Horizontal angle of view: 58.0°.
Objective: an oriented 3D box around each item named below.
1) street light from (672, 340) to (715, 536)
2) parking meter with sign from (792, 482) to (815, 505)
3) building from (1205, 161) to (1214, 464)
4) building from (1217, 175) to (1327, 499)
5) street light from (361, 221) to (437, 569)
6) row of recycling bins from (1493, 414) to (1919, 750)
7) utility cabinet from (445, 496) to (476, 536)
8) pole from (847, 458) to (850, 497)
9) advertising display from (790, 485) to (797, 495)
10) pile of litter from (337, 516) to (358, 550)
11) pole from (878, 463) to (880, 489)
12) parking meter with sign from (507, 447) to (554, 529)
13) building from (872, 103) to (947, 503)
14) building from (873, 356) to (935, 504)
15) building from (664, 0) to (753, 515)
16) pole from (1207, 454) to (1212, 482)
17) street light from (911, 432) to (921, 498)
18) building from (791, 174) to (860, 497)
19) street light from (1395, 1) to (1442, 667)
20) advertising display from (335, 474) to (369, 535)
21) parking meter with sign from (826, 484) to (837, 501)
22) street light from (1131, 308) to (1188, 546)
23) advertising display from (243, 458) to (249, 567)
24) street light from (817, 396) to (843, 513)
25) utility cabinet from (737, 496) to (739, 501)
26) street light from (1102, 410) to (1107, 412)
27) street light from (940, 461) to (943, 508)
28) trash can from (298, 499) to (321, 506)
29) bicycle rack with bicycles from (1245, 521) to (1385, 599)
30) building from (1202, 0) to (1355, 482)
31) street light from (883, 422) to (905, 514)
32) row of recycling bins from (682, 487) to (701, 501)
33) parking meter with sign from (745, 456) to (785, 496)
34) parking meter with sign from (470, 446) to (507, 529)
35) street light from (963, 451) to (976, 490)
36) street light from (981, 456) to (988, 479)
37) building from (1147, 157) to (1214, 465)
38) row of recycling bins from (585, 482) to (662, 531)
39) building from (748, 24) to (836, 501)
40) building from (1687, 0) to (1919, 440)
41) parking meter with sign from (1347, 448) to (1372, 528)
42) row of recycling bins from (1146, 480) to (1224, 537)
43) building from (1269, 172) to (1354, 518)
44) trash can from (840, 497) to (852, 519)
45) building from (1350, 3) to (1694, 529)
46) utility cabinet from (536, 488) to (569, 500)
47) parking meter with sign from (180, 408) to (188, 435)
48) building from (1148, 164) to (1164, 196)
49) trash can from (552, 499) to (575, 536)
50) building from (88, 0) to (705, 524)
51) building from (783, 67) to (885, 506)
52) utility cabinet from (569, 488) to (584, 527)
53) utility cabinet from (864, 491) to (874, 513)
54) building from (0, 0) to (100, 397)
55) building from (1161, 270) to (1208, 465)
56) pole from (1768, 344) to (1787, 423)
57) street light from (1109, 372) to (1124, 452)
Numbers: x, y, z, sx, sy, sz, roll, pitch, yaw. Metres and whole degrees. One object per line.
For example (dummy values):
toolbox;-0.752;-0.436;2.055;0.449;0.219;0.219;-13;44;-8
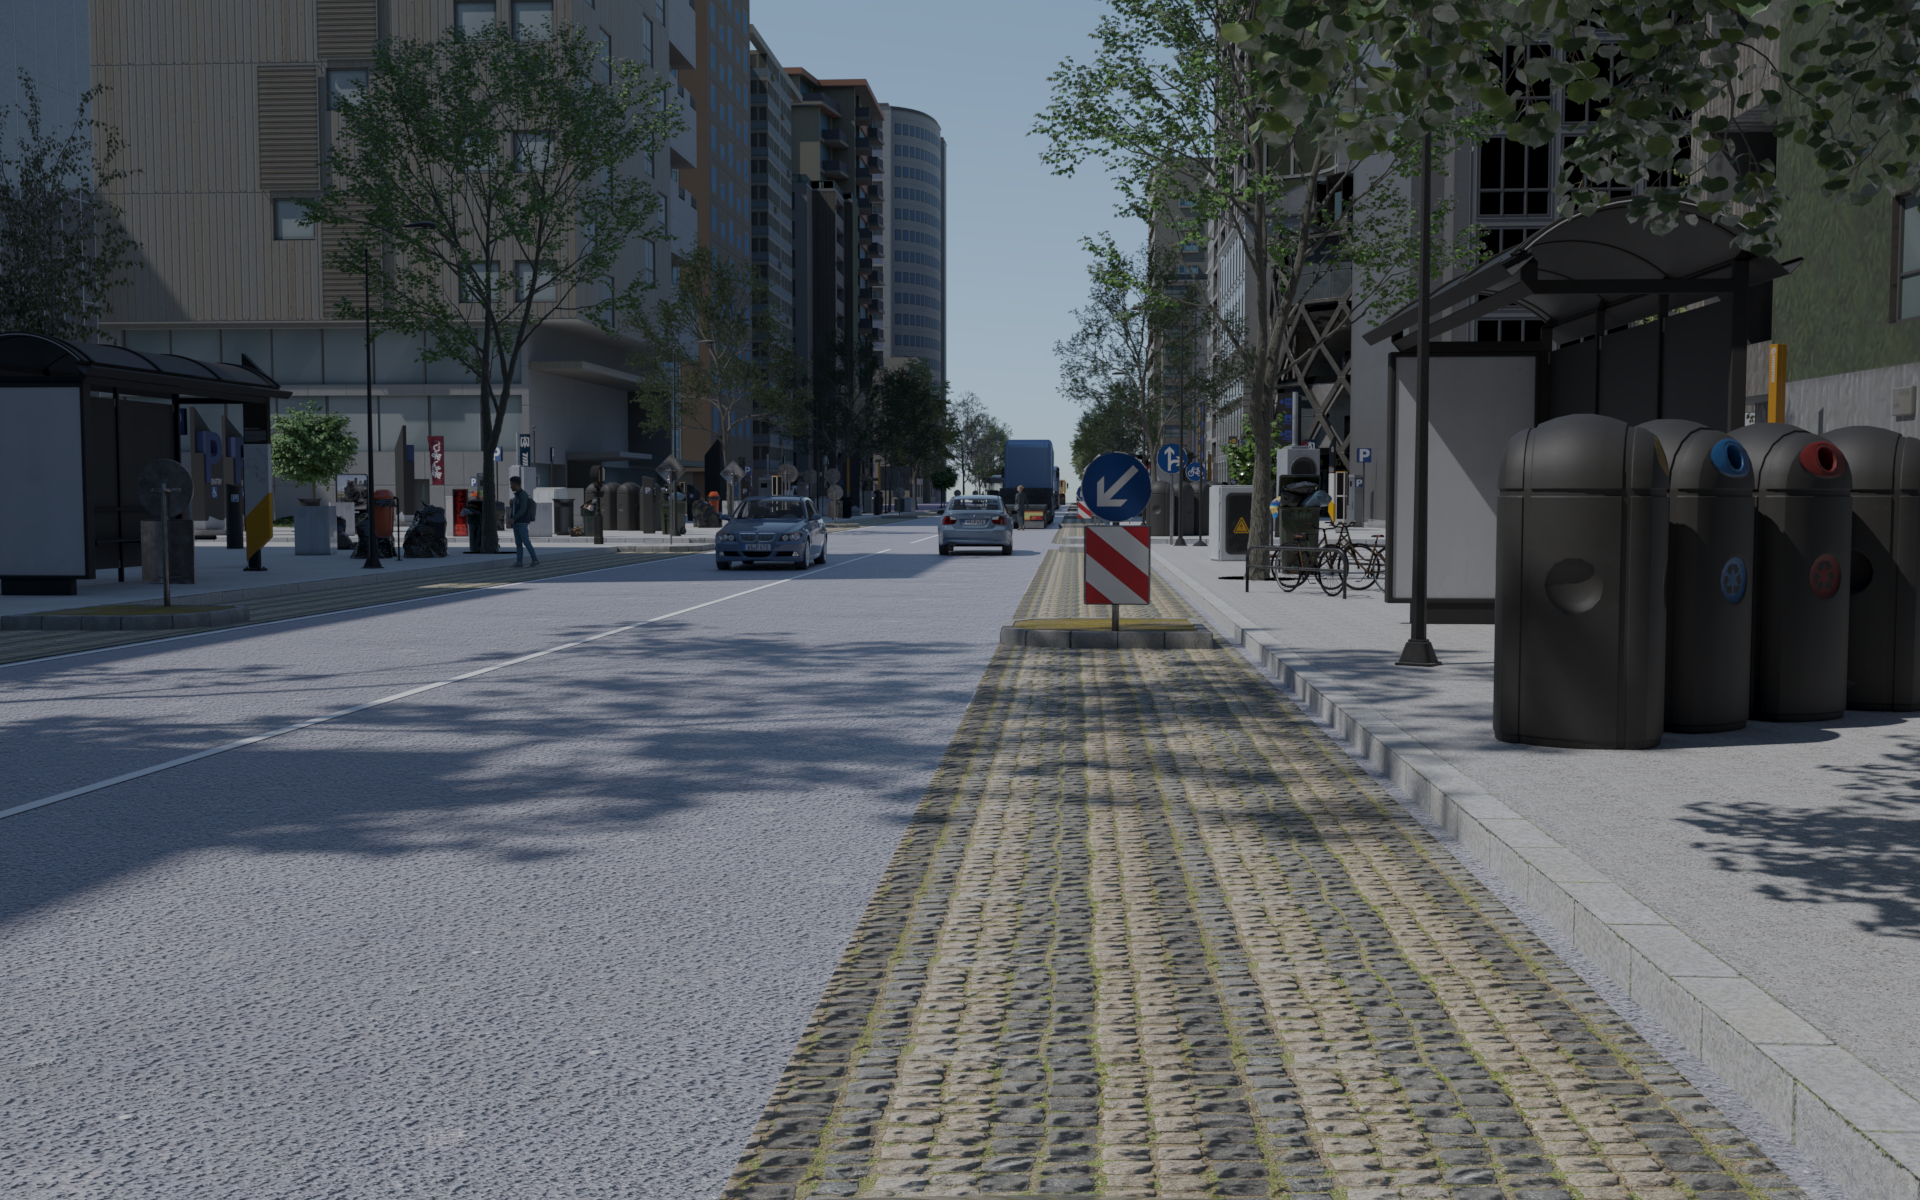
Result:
street light;-8.092;-4.883;52.376;1.470;5.913;1.316;0;4;4
parking meter with sign;-10.115;-7.055;111.603;1.738;3.016;0.543;2;4;26
building;38.544;-29.851;179.943;32.217;40.220;23.993;0;4;4
building;22.803;-16.328;116.117;9.793;20.994;18.267;0;4;4
street light;-9.603;-3.496;29.693;1.470;5.913;1.316;0;4;4
row of recycling bins;4.306;-0.165;9.805;3.534;1.692;1.069;-2;4;-34
utility cabinet;-15.138;-2.532;52.566;1.020;1.237;0.306;2;4;32
pole;-6.353;-6.401;98.503;0.158;3.312;0.155;0;3;0
advertising display;-11.992;-7.375;125.796;0.123;1.923;0.974;3;4;36
pile of litter;-14.319;-1.617;40.399;1.176;0.858;1.719;-2;4;-29
pole;-5.215;-7.222;111.917;0.158;3.312;0.155;0;3;0
parking meter with sign;-15.939;-4.151;64.135;1.738;3.016;0.543;0;4;-7
building;-13.531;-44.000;261.400;21.231;58.520;28.212;0;4;4
building;-18.285;-23.807;234.280;27.650;21.520;28.899;0;4;4
building;-21.947;-28.391;114.308;14.600;45.320;14.200;0;4;4
pole;12.759;-5.797;88.619;0.158;3.312;0.155;0;3;0
street light;-3.082;-9.533;128.412;1.470;5.913;1.316;0;4;4
building;-17.064;-23.698;159.164;14.160;30.474;14.107;0;4;4
street light;2.903;-2.467;12.876;1.470;5.913;1.316;0;4;4
advertising display;-19.186;-3.025;54.673;0.974;1.923;0.123;-2;4;-27
parking meter with sign;-9.166;-7.972;126.603;0.543;3.016;1.738;3;4;38
street light;4.916;-4.293;42.728;1.470;5.913;1.316;0;4;4
advertising display;-12.530;-1.549;30.544;0.123;1.923;0.974;-2;4;-26
street light;-6.216;-6.698;82.055;1.470;5.913;1.316;0;4;4
utility cabinet;-12.205;-5.291;97.665;0.306;1.237;1.020;1;4;22
street light;8.472;-7.543;95.872;1.470;5.913;1.316;0;4;4
street light;-1.154;-11.348;158.087;1.470;5.913;1.316;0;4;4
trash can;-20.776;-2.673;55.364;0.748;1.137;0.748;0;3;0
bicycle rack with bicycles;4.991;-0.559;22.528;2.852;0.926;2.925;-2;4;-31
building;31.768;-43.912;156.213;20.563;71.187;20.611;0;4;4
street light;-4.259;-8.513;111.728;1.470;5.913;1.316;0;4;4
row of recycling bins;-17.273;-5.896;103.513;3.534;1.692;1.069;0;4;-5
parking meter with sign;-8.907;-5.082;79.359;1.738;3.016;0.543;0;4;-3
parking meter with sign;-17.420;-4.073;62.859;0.543;3.016;1.738;2;4;32
street light;0.863;-13.185;188.115;1.470;5.913;1.316;0;4;4
street light;2.401;-14.587;211.043;1.470;5.913;1.316;0;4;4
building;37.636;-37.976;244.611;21.300;48.544;21.600;0;4;4
row of recycling bins;-11.819;-3.282;60.774;3.534;1.692;1.069;2;4;35
building;-26.698;-27.405;139.960;32.217;40.220;23.993;0;4;4
building;19.097;-15.579;26.423;14.160;30.474;14.107;0;4;4
parking meter with sign;15.240;-4.294;66.474;0.543;3.016;1.738;0;4;-4
row of recycling bins;7.064;-2.843;53.592;1.069;1.692;3.534;3;5;44
building;25.885;-14.093;97.875;16.820;18.784;16.811;0;4;4
trash can;-5.983;-4.847;90.900;0.748;1.137;0.748;0;3;0
building;27.622;-16.524;63.674;24.014;27.812;14.314;0;4;4
utility cabinet;-13.872;-3.045;58.472;1.173;1.500;0.318;1;4;21
parking meter with sign;-16.305;-2.341;34.530;0.543;3.016;1.738;2;4;28
building;43.383;-41.555;268.656;28.713;52.752;27.495;0;4;4
trash can;-12.264;-2.566;53.608;0.748;1.137;0.748;0;3;0
building;-28.655;-30.363;85.670;28.713;52.752;27.495;0;4;4
building;-19.641;-32.178;180.741;22.147;44.769;28.867;0;4;4
utility cabinet;-14.963;-3.509;66.043;1.173;1.500;0.318;-2;4;-28
utility cabinet;-6.068;-6.544;115.667;0.318;1.500;1.173;-2;4;-32
building;-28.369;-12.995;30.491;19.932;24.808;12.078;0;4;4
building;33.356;-27.861;227.232;14.160;30.474;14.107;0;4;4
pole;11.134;-1.824;23.661;0.158;3.312;0.155;0;3;0
street light;6.457;-5.709;65.888;1.470;5.913;1.316;0;4;4
